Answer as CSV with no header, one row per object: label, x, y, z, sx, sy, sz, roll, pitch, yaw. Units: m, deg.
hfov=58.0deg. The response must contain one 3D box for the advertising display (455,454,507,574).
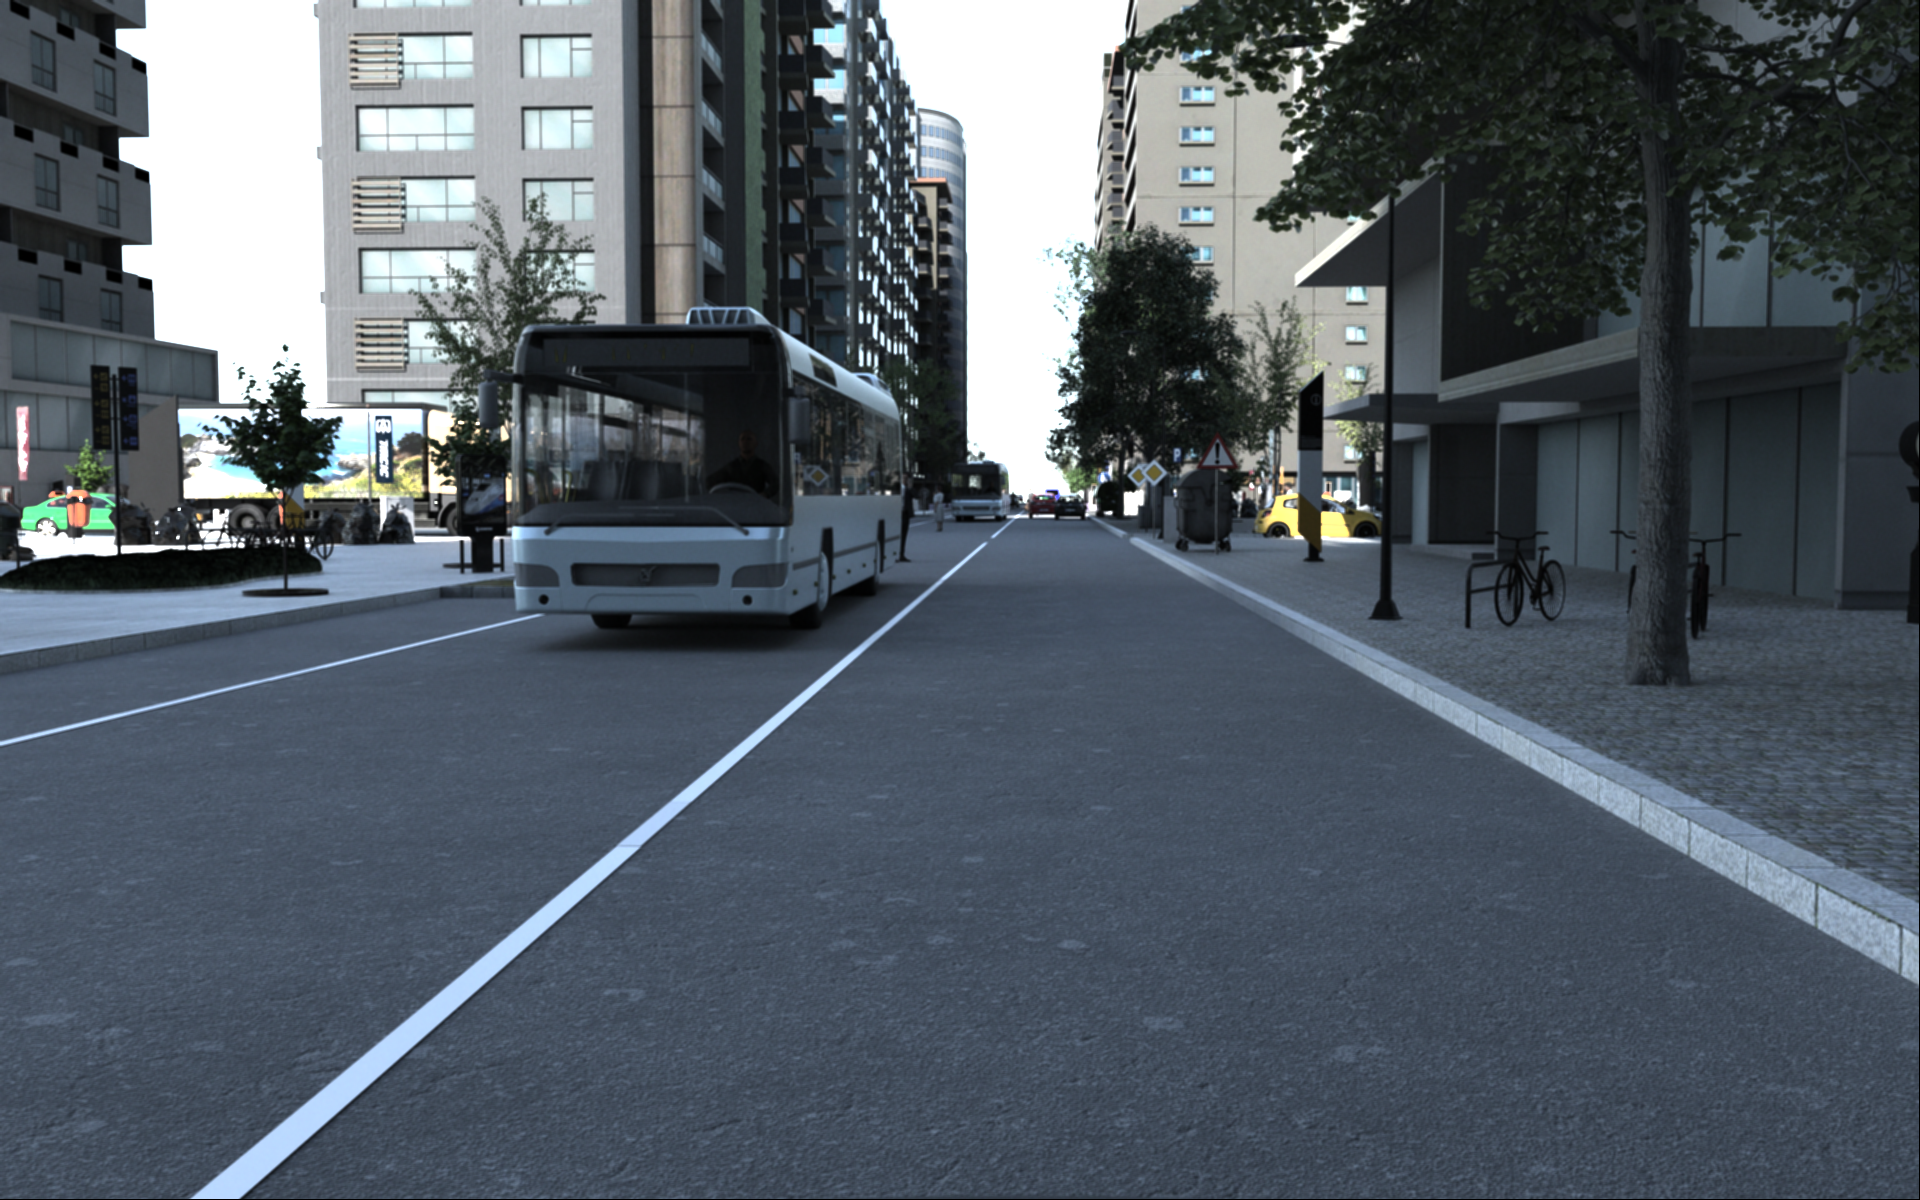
advertising display,-7.810,-1.411,28.288,0.123,1.923,0.974,2,4,33

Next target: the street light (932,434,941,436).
street light,-2.217,-9.932,134.922,1.470,5.913,1.316,0,4,3

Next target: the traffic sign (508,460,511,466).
traffic sign,-8.082,-1.982,32.407,0.884,2.594,0.081,1,4,9

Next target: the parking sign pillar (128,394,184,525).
parking sign pillar,-21.812,-3.579,46.996,1.447,3.967,1.447,0,4,-5

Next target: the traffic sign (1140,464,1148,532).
traffic sign,6.260,-3.423,58.089,0.606,2.300,0.079,1,4,9

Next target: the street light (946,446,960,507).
street light,-0.723,-11.870,166.612,1.470,5.913,1.316,0,4,3

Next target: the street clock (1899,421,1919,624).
street clock,9.532,-0.767,17.103,0.471,2.002,0.358,-1,4,-11

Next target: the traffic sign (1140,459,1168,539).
traffic sign,5.534,-2.800,49.418,0.795,2.450,0.064,0,4,3

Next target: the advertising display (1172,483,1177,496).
advertising display,13.417,-6.138,105.575,0.974,1.923,0.123,-1,4,-17

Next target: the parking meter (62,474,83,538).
parking meter,-25.767,-2.732,50.381,0.399,1.863,0.255,1,4,20

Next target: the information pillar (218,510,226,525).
information pillar,-30.184,-4.057,70.816,0.304,2.012,0.304,-2,4,-25

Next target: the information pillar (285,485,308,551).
information pillar,-14.776,-2.878,38.416,0.183,3.616,0.504,2,4,31

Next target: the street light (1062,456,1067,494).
street light,11.473,-12.518,177.208,1.470,5.913,1.316,0,4,3

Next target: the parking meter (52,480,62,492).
parking meter,-38.373,-4.159,73.703,0.399,1.863,0.255,0,4,-6

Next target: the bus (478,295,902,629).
bus,-2.546,-1.616,21.283,2.948,3.499,13.247,0,4,3

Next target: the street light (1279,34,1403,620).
street light,3.831,-2.759,17.647,1.470,5.913,1.316,0,4,3

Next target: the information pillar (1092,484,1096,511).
information pillar,9.986,-7.628,129.202,0.304,2.012,0.304,0,4,1

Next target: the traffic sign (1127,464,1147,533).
traffic sign,5.918,-3.288,57.394,0.795,2.450,0.064,0,4,3

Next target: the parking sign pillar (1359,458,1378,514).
parking sign pillar,26.627,-7.635,113.301,1.447,3.967,1.447,-2,4,-24

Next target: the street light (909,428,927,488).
street light,-2.980,-9.091,121.183,1.470,5.913,1.316,0,4,3

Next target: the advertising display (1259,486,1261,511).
advertising display,22.663,-7.585,129.230,0.123,1.923,0.974,-2,4,-33

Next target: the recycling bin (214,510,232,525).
recycling bin,-30.528,-3.640,72.063,0.722,1.027,0.722,1,4,17

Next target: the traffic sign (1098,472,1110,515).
traffic sign,8.334,-6.120,100.164,0.768,2.556,0.104,0,4,8

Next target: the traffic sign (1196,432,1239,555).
traffic sign,5.420,-2.232,36.491,0.884,2.594,0.081,1,4,11

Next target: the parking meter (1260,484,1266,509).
parking meter,17.988,-5.925,102.587,0.255,1.863,0.399,-1,4,-22

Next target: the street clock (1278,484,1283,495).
street clock,22.462,-7.147,121.431,0.358,2.002,0.471,0,4,3

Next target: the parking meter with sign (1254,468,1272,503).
parking meter with sign,20.148,-7.176,113.582,1.738,3.016,0.543,1,4,14

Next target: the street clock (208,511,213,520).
street clock,-37.337,-4.988,86.126,0.358,2.002,0.471,2,4,32

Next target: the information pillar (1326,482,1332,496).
information pillar,22.725,-6.251,106.695,0.304,2.012,0.304,2,4,31

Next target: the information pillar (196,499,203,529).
information pillar,-26.675,-4.240,60.681,0.183,3.616,0.504,-1,4,-9

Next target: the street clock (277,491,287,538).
street clock,-19.730,-2.811,50.537,0.358,2.002,0.471,1,4,10

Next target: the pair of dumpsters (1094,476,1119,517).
pair of dumpsters,8.332,-5.781,97.019,1.574,2.255,4.437,0,4,3

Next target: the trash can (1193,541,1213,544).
trash can,6.301,-2.023,44.723,0.748,1.137,0.748,0,3,0

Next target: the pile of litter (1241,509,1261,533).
pile of litter,10.151,-2.638,57.100,1.719,0.858,1.176,3,5,39

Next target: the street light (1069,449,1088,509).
street light,10.032,-10.544,144.928,1.470,5.913,1.316,0,4,3

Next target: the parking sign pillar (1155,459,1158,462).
parking sign pillar,15.086,-8.695,130.633,1.447,3.967,1.447,3,4,39

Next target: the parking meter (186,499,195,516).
parking meter,-35.864,-4.424,80.737,0.372,1.533,0.369,0,3,0

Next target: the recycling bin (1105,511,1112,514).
recycling bin,9.348,-5.991,110.509,0.722,1.027,0.722,0,4,0

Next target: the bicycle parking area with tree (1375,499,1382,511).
bicycle parking area with tree,33.506,-8.522,126.328,9.016,4.147,8.231,3,5,40

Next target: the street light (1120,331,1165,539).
street light,5.262,-4.700,49.382,1.470,5.913,1.316,0,4,3

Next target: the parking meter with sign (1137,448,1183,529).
parking meter with sign,7.475,-4.196,64.861,1.738,3.016,0.543,-2,4,-27

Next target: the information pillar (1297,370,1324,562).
information pillar,6.655,-2.538,32.859,0.504,3.616,0.183,-1,4,-12

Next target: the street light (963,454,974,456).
street light,0.863,-13.846,198.917,1.470,5.913,1.316,0,4,3
